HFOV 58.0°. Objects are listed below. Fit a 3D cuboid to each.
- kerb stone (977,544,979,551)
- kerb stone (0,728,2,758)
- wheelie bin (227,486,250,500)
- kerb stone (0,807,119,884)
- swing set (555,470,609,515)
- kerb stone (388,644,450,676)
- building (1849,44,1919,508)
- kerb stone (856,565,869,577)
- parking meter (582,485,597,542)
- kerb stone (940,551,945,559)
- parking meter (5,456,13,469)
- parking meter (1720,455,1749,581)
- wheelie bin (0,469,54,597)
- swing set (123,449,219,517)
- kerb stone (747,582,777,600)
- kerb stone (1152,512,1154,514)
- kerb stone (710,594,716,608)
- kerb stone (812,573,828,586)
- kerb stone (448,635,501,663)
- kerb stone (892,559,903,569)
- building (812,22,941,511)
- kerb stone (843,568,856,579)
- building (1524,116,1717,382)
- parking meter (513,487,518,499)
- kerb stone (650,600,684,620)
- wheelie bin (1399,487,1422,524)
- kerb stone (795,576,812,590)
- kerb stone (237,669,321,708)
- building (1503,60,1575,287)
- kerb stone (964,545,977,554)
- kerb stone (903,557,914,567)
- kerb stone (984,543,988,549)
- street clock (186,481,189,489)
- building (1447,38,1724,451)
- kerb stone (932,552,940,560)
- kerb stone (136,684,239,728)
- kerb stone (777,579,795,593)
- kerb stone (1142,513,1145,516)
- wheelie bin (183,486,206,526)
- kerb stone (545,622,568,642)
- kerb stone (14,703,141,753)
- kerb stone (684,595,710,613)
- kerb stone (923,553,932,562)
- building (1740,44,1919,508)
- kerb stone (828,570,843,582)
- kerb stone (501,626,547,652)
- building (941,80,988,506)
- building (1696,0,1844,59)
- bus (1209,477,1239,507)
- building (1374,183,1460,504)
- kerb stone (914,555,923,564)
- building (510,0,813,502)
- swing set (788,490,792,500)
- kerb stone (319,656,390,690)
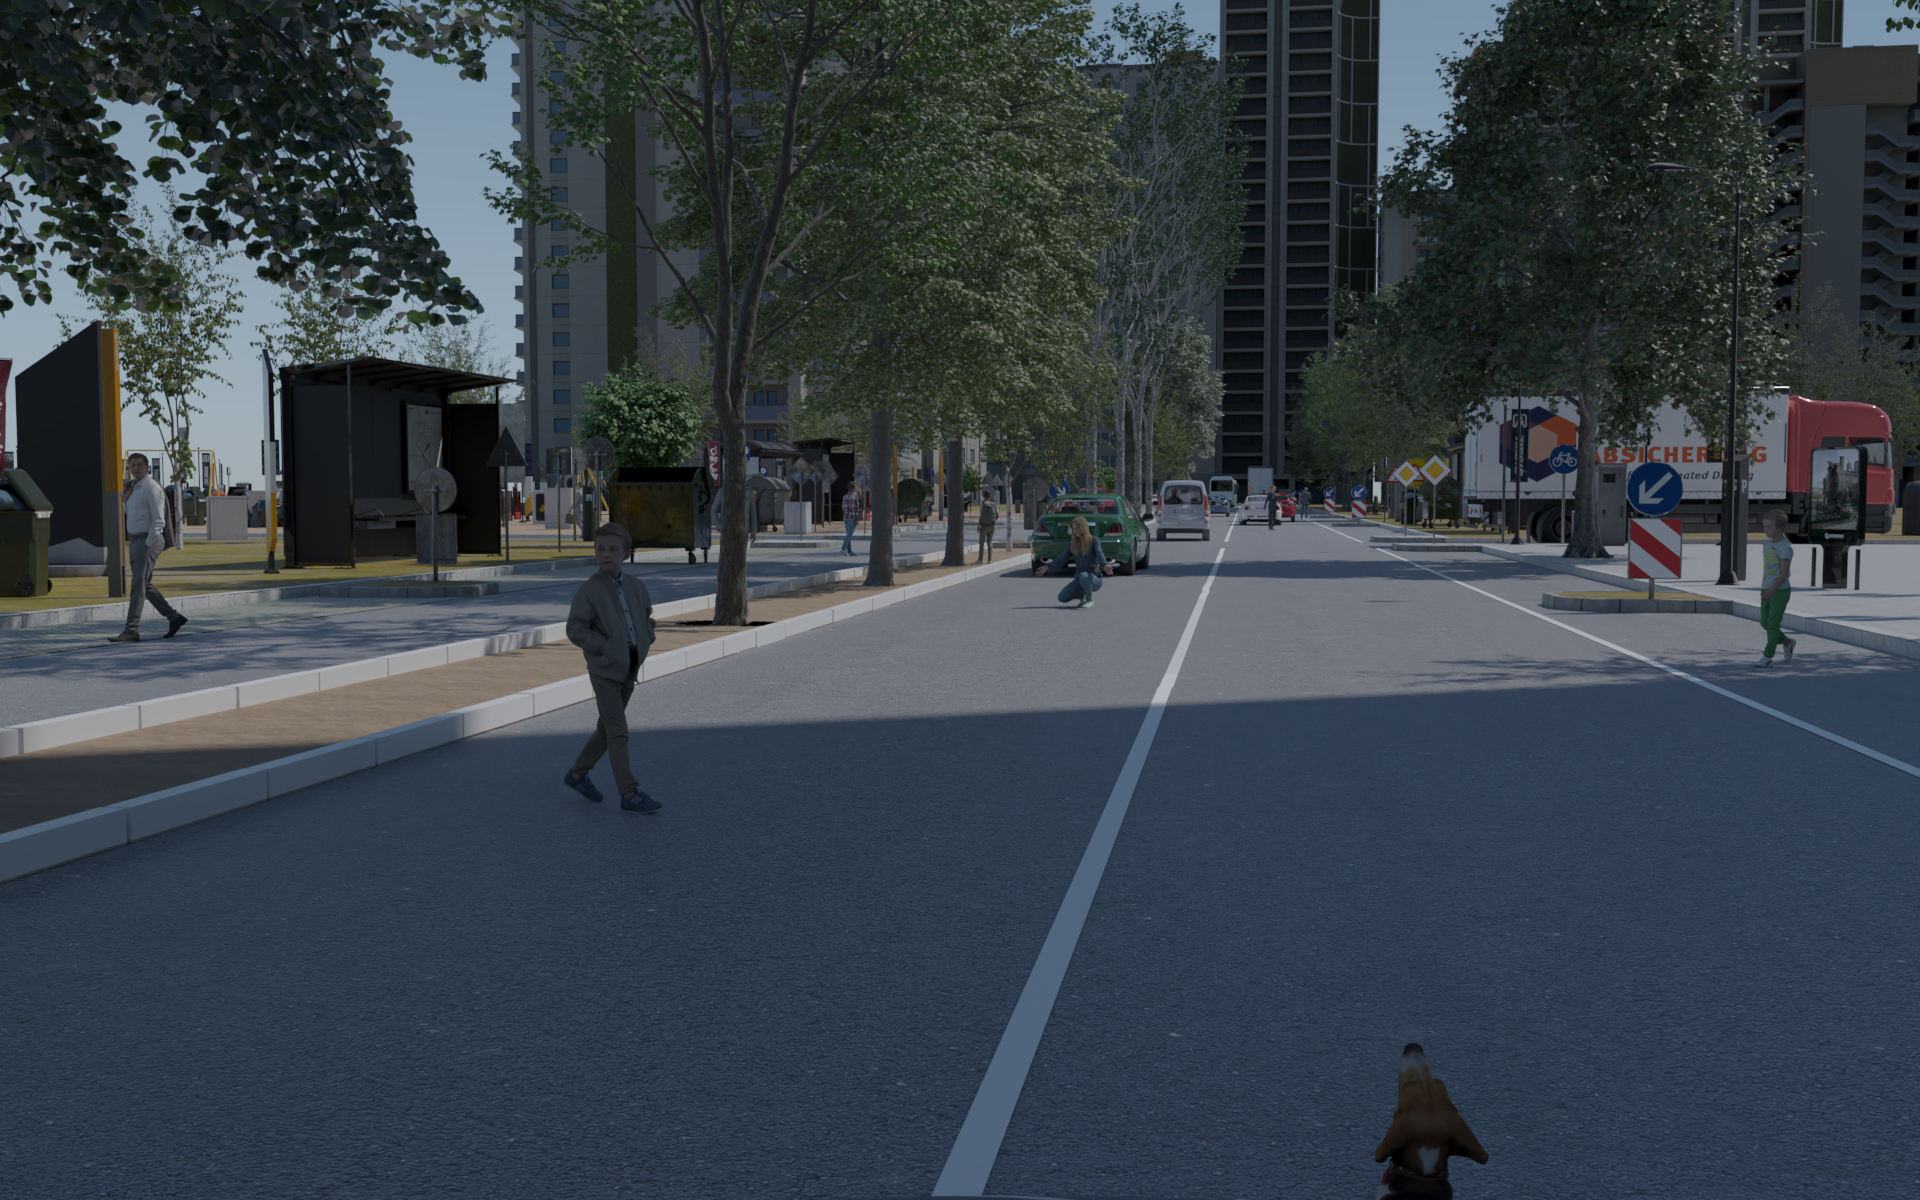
[{"bbox_3d":[0.387,-1.293,43.355,0.120,0.150,1.000,1,4,9],"label":"kerb stone"},{"bbox_3d":[-5.287,0.808,8.980,0.120,0.150,1.000,1,4,9],"label":"kerb stone"},{"bbox_3d":[-29.345,-3.822,70.401,0.693,1.594,0.980,3,5,44],"label":"wheelie bin"},{"bbox_3d":[-3.550,0.955,6.600,0.120,0.150,1.000,1,4,9],"label":"kerb stone"},{"bbox_3d":[-19.445,-5.520,87.871,2.862,2.851,3.119,0,4,6],"label":"swing set"},{"bbox_3d":[-4.445,0.500,14.049,0.120,0.150,1.000,1,4,9],"label":"kerb stone"},{"bbox_3d":[97.987,-31.788,169.840,14.200,45.320,14.600,1,4,9],"label":"building"},{"bbox_3d":[-1.780,-0.484,30.199,0.120,0.150,1.000,1,4,9],"label":"kerb stone"},{"bbox_3d":[-10.005,-2.347,46.778,0.372,1.533,0.369,0,3,0],"label":"parking meter"},{"bbox_3d":[-0.448,-0.984,38.286,0.120,0.150,1.000,1,4,9],"label":"kerb stone"},{"bbox_3d":[-14.195,-1.220,25.657,0.399,1.863,0.255,3,5,41],"label":"parking meter"},{"bbox_3d":[11.434,-1.215,25.573,0.399,1.863,0.255,-3,5,-43],"label":"parking meter"},{"bbox_3d":[-11.819,-0.842,21.675,0.693,1.594,0.980,-1,4,-9],"label":"wheelie bin"},{"bbox_3d":[-27.671,-3.879,61.037,3.119,2.851,2.862,-1,4,-13],"label":"swing set"},{"bbox_3d":[-2.781,-0.118,24.141,0.120,0.150,1.000,1,4,9],"label":"kerb stone"},{"bbox_3d":[14.161,-6.401,126.939,0.120,0.150,1.000,1,4,9],"label":"kerb stone"},{"bbox_3d":[-3.110,0.007,22.119,0.120,0.150,1.000,1,4,9],"label":"kerb stone"},{"bbox_3d":[-2.285,-0.304,27.169,0.120,0.150,1.000,1,4,9],"label":"kerb stone"},{"bbox_3d":[-4.278,0.437,15.057,0.120,0.150,1.000,1,4,9],"label":"kerb stone"},{"bbox_3d":[-1.293,-0.673,33.237,0.120,0.150,1.000,1,4,9],"label":"kerb stone"},{"bbox_3d":[-14.362,-36.947,146.089,21.231,58.520,28.212,1,4,9],"label":"building"},{"bbox_3d":[-1.958,-0.425,29.187,0.120,0.150,1.000,1,4,9],"label":"kerb stone"},{"bbox_3d":[50.579,-22.148,133.814,14.160,30.474,14.107,1,4,9],"label":"building"},{"bbox_3d":[-33.524,-7.640,130.629,0.399,1.863,0.255,0,4,-8],"label":"parking meter"},{"bbox_3d":[-3.448,0.128,20.103,0.120,0.150,1.000,1,4,9],"label":"kerb stone"},{"bbox_3d":[19.201,-4.050,74.125,0.693,1.594,0.980,-1,4,-12],"label":"wheelie bin"},{"bbox_3d":[-2.454,-0.242,26.160,0.120,0.150,1.000,1,4,9],"label":"kerb stone"},{"bbox_3d":[-4.774,0.622,12.031,0.120,0.150,1.000,1,4,9],"label":"kerb stone"},{"bbox_3d":[52.950,-28.381,147.630,14.154,41.232,14.086,1,4,9],"label":"building"},{"bbox_3d":[0.215,-1.233,42.347,0.120,0.150,1.000,1,4,9],"label":"kerb stone"},{"bbox_3d":[-1.116,-0.731,34.244,0.120,0.150,1.000,1,4,9],"label":"kerb stone"},{"bbox_3d":[0.545,-1.353,44.367,0.120,0.150,1.000,1,4,9],"label":"kerb stone"},{"bbox_3d":[-41.894,-5.440,93.517,0.358,2.002,0.471,3,5,44],"label":"street clock"},{"bbox_3d":[59.640,-31.408,168.148,22.147,44.769,28.867,1,4,9],"label":"building"},{"bbox_3d":[-0.626,-0.921,37.275,0.120,0.150,1.000,1,4,9],"label":"kerb stone"},{"bbox_3d":[-4.948,0.684,11.019,0.120,0.150,1.000,1,4,9],"label":"kerb stone"},{"bbox_3d":[-2.621,-0.181,25.152,0.120,0.150,1.000,1,4,9],"label":"kerb stone"},{"bbox_3d":[12.654,-5.848,117.817,0.120,0.150,1.000,1,4,9],"label":"kerb stone"},{"bbox_3d":[-30.918,-3.793,69.930,0.693,1.594,0.980,0,4,6],"label":"wheelie bin"},{"bbox_3d":[-3.946,0.313,17.078,0.120,0.150,1.000,1,4,9],"label":"kerb stone"},{"bbox_3d":[-5.114,0.746,10.001,0.120,0.150,1.000,1,4,9],"label":"kerb stone"},{"bbox_3d":[-3.284,0.066,21.112,0.120,0.150,1.000,1,4,9],"label":"kerb stone"},{"bbox_3d":[-0.791,-0.861,36.266,0.120,0.150,1.000,1,4,9],"label":"kerb stone"},{"bbox_3d":[83.900,-31.900,171.680,14.200,45.320,14.600,1,4,9],"label":"building"},{"bbox_3d":[-2.126,-0.366,28.179,0.120,0.150,1.000,1,4,9],"label":"kerb stone"},{"bbox_3d":[-4.111,0.379,16.069,0.120,0.150,1.000,1,4,9],"label":"kerb stone"},{"bbox_3d":[-8.554,-45.551,183.004,20.611,71.187,20.563,1,4,9],"label":"building"},{"bbox_3d":[100.923,-47.934,221.977,20.611,71.187,20.563,1,4,9],"label":"building"},{"bbox_3d":[28.802,-11.883,189.147,2.948,3.499,13.247,1,4,10],"label":"bus"},{"bbox_3d":[61.878,-33.179,226.077,14.086,41.232,14.154,1,4,9],"label":"building"},{"bbox_3d":[-0.958,-0.791,35.258,0.120,0.150,1.000,1,4,9],"label":"kerb stone"},{"bbox_3d":[-32.737,-39.518,188.118,28.212,58.520,21.231,1,4,9],"label":"building"},{"bbox_3d":[-7.637,-5.611,89.360,2.862,2.851,3.119,0,4,6],"label":"swing set"},{"bbox_3d":[-4.611,0.564,13.040,0.120,0.150,1.000,1,4,9],"label":"kerb stone"}]
